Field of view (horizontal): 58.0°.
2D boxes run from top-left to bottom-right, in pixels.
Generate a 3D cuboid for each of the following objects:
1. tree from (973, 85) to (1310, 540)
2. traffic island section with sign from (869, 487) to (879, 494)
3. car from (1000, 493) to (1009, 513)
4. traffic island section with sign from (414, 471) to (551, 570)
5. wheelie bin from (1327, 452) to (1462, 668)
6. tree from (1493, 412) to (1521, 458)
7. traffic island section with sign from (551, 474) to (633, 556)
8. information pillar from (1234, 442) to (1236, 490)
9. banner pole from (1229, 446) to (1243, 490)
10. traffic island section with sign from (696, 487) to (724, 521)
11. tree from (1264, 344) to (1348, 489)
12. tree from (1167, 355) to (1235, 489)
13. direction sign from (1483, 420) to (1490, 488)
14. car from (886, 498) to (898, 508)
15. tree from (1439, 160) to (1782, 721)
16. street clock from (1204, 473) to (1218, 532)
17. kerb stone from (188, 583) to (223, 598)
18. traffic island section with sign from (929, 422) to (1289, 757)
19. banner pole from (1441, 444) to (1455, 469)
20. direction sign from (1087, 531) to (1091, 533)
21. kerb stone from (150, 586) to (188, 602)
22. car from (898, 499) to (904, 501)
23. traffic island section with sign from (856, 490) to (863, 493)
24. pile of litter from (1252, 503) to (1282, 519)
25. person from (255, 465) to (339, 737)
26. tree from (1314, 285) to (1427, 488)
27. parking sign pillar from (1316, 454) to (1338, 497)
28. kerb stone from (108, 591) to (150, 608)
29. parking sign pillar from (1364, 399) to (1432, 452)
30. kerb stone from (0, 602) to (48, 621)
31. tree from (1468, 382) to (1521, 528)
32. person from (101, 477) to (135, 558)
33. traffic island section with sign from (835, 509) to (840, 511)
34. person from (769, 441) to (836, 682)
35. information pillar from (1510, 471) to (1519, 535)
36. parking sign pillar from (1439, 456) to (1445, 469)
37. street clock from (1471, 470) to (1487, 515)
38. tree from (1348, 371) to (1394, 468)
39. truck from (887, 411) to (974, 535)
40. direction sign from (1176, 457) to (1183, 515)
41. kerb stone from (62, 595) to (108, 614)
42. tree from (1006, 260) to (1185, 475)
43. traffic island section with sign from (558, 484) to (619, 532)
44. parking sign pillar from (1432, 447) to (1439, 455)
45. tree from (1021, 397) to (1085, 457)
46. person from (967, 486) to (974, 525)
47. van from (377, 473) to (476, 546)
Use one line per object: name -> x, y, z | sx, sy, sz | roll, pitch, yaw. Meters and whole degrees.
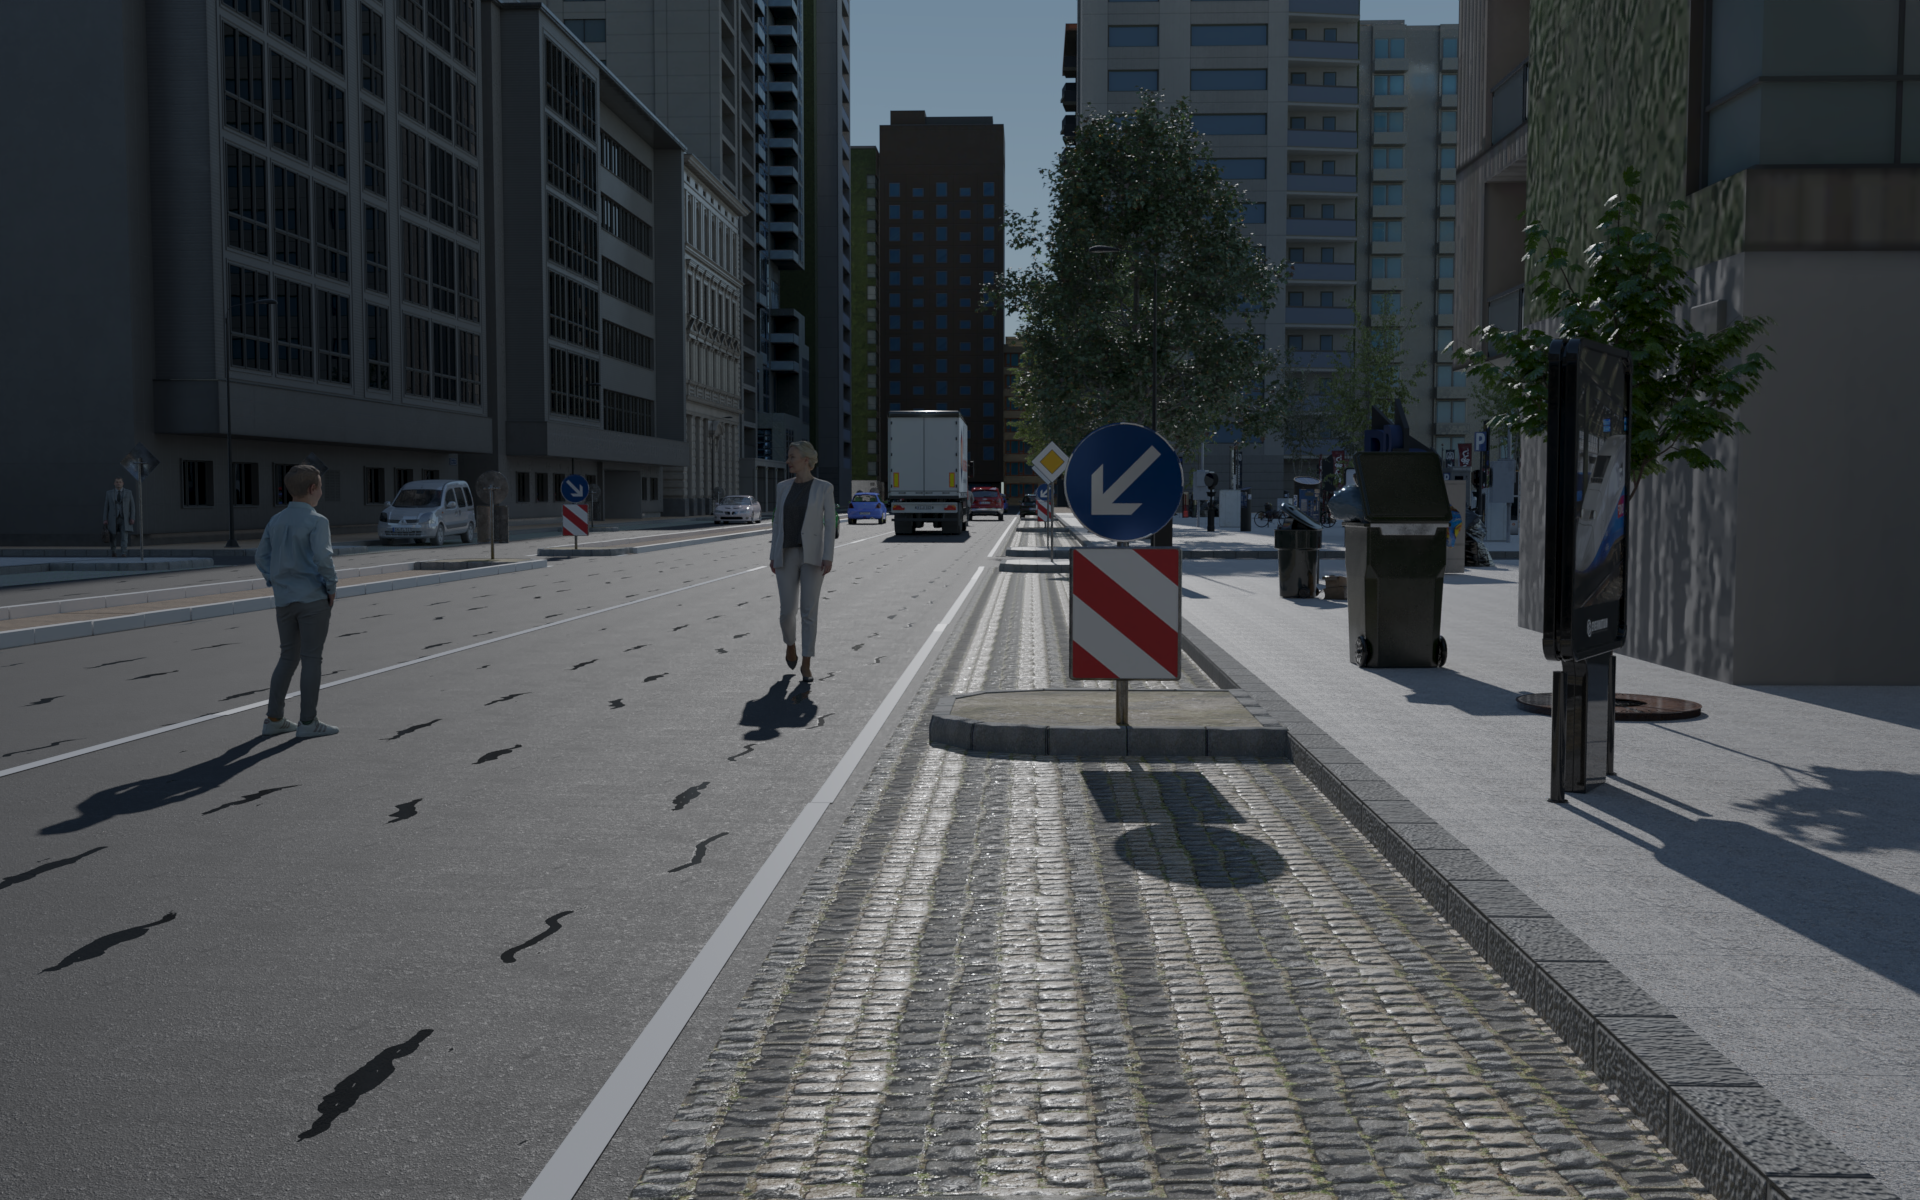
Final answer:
tree -> 5.091, -8.083, 49.172 | 9.611, 12.733, 9.660 | 0, 3, 0
traffic island section with sign -> -5.798, -6.590, 115.889 | 2.006, 1.907, 1.989 | 0, 4, 2
car -> 2.801, -7.581, 133.535 | 1.945, 1.707, 3.694 | 0, 4, 4
traffic island section with sign -> -9.214, -1.546, 33.413 | 2.006, 1.907, 1.989 | 0, 4, 2
wheelie bin -> 3.221, -0.309, 12.961 | 0.980, 1.594, 0.693 | 0, 4, -4
tree -> 32.980, -9.205, 100.858 | 4.360, 8.622, 3.978 | 0, 3, 0
traffic island section with sign -> -8.898, -1.999, 40.814 | 2.006, 1.907, 1.989 | 0, 4, 2
information pillar -> 11.779, -5.072, 74.282 | 0.183, 3.616, 0.504 | 1, 4, 10
banner pole -> 14.163, -6.076, 89.353 | 0.863, 3.779, 0.401 | 0, 4, 6
traffic island section with sign -> -13.014, -5.165, 93.082 | 1.989, 1.847, 2.006 | 0, 4, 2
tree -> 16.466, -8.184, 84.173 | 4.360, 8.622, 3.978 | 0, 3, 0
tree -> 11.602, -8.285, 85.819 | 4.737, 8.622, 4.395 | 0, 3, 0
direction sign -> 16.142, -3.742, 53.171 | 0.379, 3.537, 0.876 | 0, 4, 6
car -> -6.915, -10.772, 185.902 | 2.009, 1.686, 4.222 | 0, 4, 4
tree -> 3.935, -0.947, 10.086 | 1.663, 3.219, 1.824 | 0, 3, 0
street clock -> 8.546, -3.325, 58.941 | 0.358, 2.002, 0.471 | -2, 4, -35
kerb stone -> -10.651, -0.126, 24.248 | 0.120, 0.150, 1.000 | 0, 4, 2
traffic island section with sign -> 0.832, -0.106, 10.354 | 1.989, 1.847, 2.006 | 0, 4, 2
banner pole -> 24.077, -5.852, 85.701 | 0.863, 3.779, 0.401 | 2, 4, 34
direction sign -> 4.429, -4.017, 57.673 | 0.379, 3.537, 0.876 | -1, 4, -20
kerb stone -> -10.691, -0.063, 23.227 | 0.120, 0.150, 1.000 | 0, 4, 2
car -> -3.262, -6.755, 119.477 | 2.155, 1.783, 4.494 | 0, 4, 1
traffic island section with sign -> -9.828, -9.874, 170.064 | 1.989, 1.847, 2.006 | 0, 4, 2
pile of litter -> 16.156, -4.712, 91.007 | 1.719, 0.858, 1.176 | 1, 4, 19
person -> -3.888, 0.003, 10.259 | 0.589, 1.601, 0.330 | 2, 4, 33
tree -> 14.687, -6.828, 61.995 | 4.737, 8.622, 4.395 | 0, 3, 0
parking sign pillar -> 22.949, -7.322, 108.192 | 1.447, 3.967, 1.447 | 2, 4, 34
kerb stone -> -10.736, 0.002, 22.204 | 0.120, 0.150, 1.000 | 0, 4, 2
parking sign pillar -> 12.164, -3.658, 48.284 | 1.447, 3.967, 1.447 | 0, 4, 2
kerb stone -> -10.819, 0.124, 20.162 | 0.120, 0.150, 1.000 | 0, 4, 2
tree -> 21.382, -7.075, 66.040 | 4.737, 8.622, 4.395 | 0, 3, 0
person -> -18.610, -1.815, 38.275 | 0.694, 1.812, 0.767 | -2, 4, -24
traffic island section with sign -> -10.955, -8.227, 143.133 | 1.989, 1.847, 2.006 | 0, 4, 2
person -> -1.231, -0.314, 13.517 | 0.514, 1.842, 0.818 | 0, 4, -5
information pillar -> 17.384, -3.053, 54.412 | 0.304, 2.012, 0.304 | 1, 4, 9
parking sign pillar -> 26.942, -6.714, 98.244 | 1.447, 3.967, 1.447 | -1, 4, -17
street clock -> 15.326, -2.857, 51.276 | 0.471, 2.002, 0.358 | 1, 4, 15
tree -> 23.076, -9.241, 101.451 | 4.360, 8.622, 3.978 | 0, 3, 0
truck -> -1.022, -4.599, 64.105 | 2.839, 4.237, 11.283 | 0, 4, 2
direction sign -> 13.025, -6.902, 104.843 | 0.876, 3.537, 0.379 | 1, 4, 13
kerb stone -> -10.779, 0.063, 21.183 | 0.120, 0.150, 1.000 | 0, 4, 2
tree -> 5.973, -9.489, 73.273 | 7.486, 12.596, 7.792 | 0, 3, 0
traffic island section with sign -> -14.132, -3.518, 66.150 | 1.989, 1.847, 2.006 | 0, 4, 2
parking sign pillar -> 19.507, -5.217, 73.774 | 1.447, 3.967, 1.447 | 1, 4, 14
tree -> 7.388, -10.819, 111.295 | 7.601, 10.594, 8.767 | 0, 4, 0
person -> 0.332, -4.330, 79.142 | 0.661, 1.843, 0.795 | -1, 4, -17
van -> -15.067, -2.567, 48.988 | 2.013, 2.044, 4.112 | 0, 4, 2
